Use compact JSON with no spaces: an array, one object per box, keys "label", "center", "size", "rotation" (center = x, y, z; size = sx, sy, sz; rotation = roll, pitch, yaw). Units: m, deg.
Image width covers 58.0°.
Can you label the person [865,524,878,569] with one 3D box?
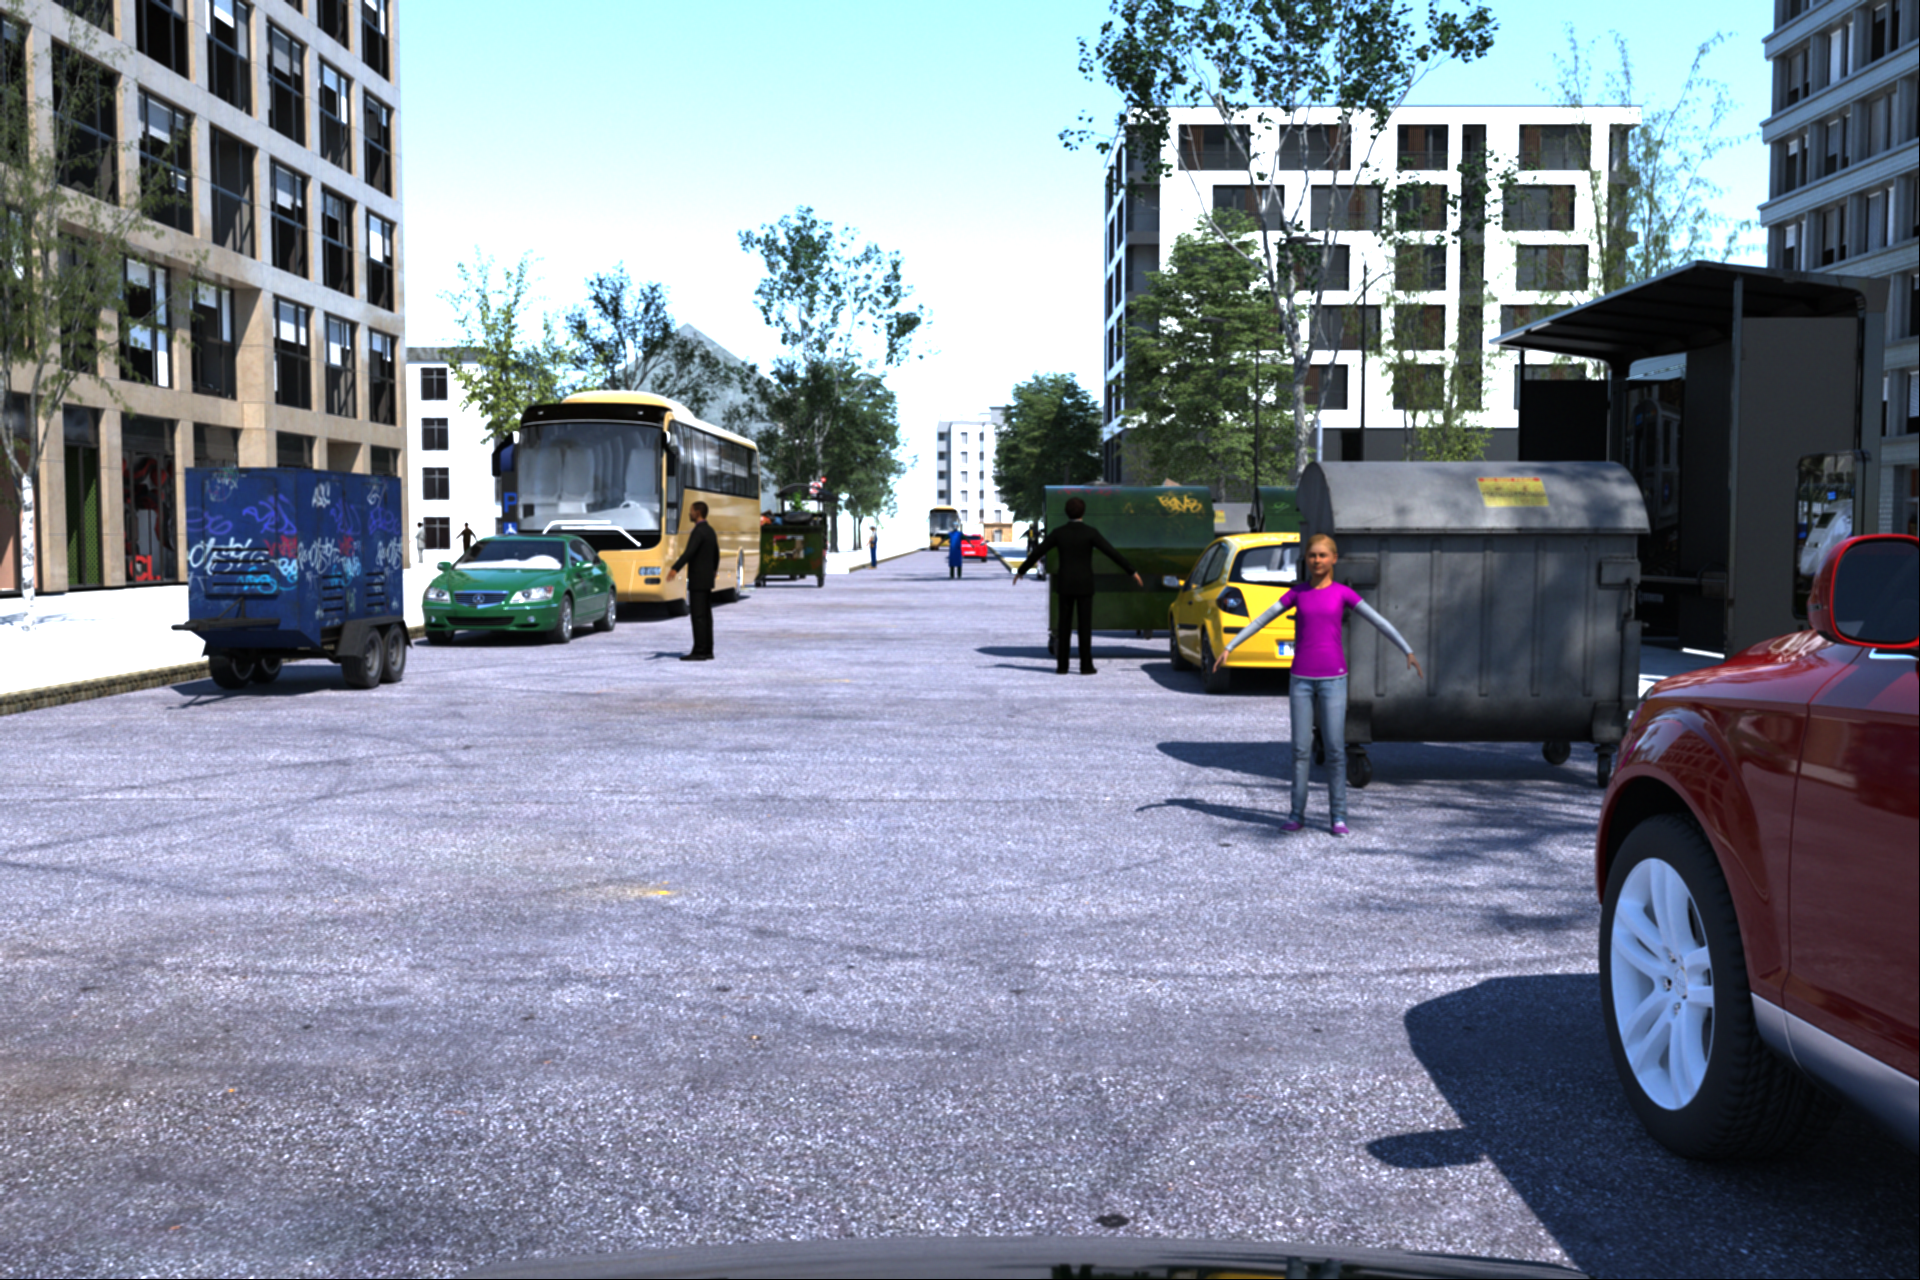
[{"label":"person","center":[-3.607,-3.864,71.492],"size":[0.705,1.847,1.347],"rotation":[1,4,14]}]

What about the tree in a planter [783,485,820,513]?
[{"label":"tree in a planter","center":[-5.931,-4.043,63.323],"size":[1.991,3.239,1.994],"rotation":[0,4,1]}]

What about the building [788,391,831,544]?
[{"label":"building","center":[-25.761,-22.157,228.723],"size":[16.747,18.905,31.486],"rotation":[0,4,0]}]

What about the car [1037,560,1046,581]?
[{"label":"car","center":[3.421,-2.565,54.302],"size":[2.083,1.381,4.827],"rotation":[0,4,-1]}]

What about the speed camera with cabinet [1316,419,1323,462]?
[{"label":"speed camera with cabinet","center":[6.347,-2.128,29.125],"size":[0.660,3.252,2.038],"rotation":[0,4,1]}]

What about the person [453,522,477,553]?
[{"label":"person","center":[-21.800,-4.302,76.477],"size":[0.704,1.812,1.346],"rotation":[2,4,33]}]

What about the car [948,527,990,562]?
[{"label":"car","center":[0.462,-4.884,88.890],"size":[2.155,1.783,4.494],"rotation":[0,4,-1]}]

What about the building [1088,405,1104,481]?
[{"label":"building","center":[26.425,-23.832,220.588],"size":[19.493,23.208,18.063],"rotation":[0,4,1]}]

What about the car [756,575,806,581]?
[{"label":"car","center":[-5.825,-2.698,54.342],"size":[2.015,1.641,3.980],"rotation":[0,4,1]}]

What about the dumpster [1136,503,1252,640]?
[{"label":"dumpster","center":[3.240,-0.964,23.975],"size":[1.865,1.857,1.264],"rotation":[0,4,-1]}]

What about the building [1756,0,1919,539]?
[{"label":"building","center":[25.523,-11.731,38.486],"size":[8.464,21.280,15.925],"rotation":[0,4,1]}]

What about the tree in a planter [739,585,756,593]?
[{"label":"tree in a planter","center":[-6.116,-2.797,42.952],"size":[1.991,3.239,1.994],"rotation":[0,4,0]}]

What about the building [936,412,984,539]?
[{"label":"building","center":[-3.305,-24.514,259.687],"size":[11.380,20.090,16.016],"rotation":[0,4,6]}]

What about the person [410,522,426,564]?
[{"label":"person","center":[-23.559,-4.238,75.471],"size":[0.705,1.806,1.347],"rotation":[0,4,7]}]

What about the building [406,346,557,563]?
[{"label":"building","center":[-25.849,-9.145,91.665],"size":[9.099,9.664,28.070],"rotation":[0,4,0]}]

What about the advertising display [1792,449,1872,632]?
[{"label":"advertising display","center":[6.837,-0.514,13.622],"size":[0.123,1.923,0.974],"rotation":[0,4,1]}]

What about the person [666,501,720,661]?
[{"label":"person","center":[-2.981,-0.675,19.720],"size":[0.704,1.802,1.346],"rotation":[1,4,13]}]

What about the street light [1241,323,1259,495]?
[{"label":"street light","center":[6.916,-3.957,37.230],"size":[1.470,5.913,1.316],"rotation":[0,4,1]}]

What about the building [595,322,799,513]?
[{"label":"building","center":[-28.033,-21.888,188.791],"size":[19.493,23.208,18.063],"rotation":[0,4,1]}]

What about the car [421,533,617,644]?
[{"label":"car","center":[-6.031,-0.754,24.128],"size":[2.131,1.459,4.920],"rotation":[0,4,0]}]

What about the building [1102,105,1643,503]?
[{"label":"building","center":[21.963,-15.608,99.165],"size":[27.936,21.610,32.646],"rotation":[0,3,0]}]

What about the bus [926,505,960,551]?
[{"label":"bus","center":[-1.391,-9.850,152.599],"size":[2.896,3.916,12.252],"rotation":[0,4,0]}]

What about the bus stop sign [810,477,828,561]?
[{"label":"bus stop sign","center":[-6.604,-5.654,81.139],"size":[0.855,3.939,0.416],"rotation":[0,3,0]}]

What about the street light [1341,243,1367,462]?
[{"label":"street light","center":[6.843,-3.336,27.091],"size":[1.470,5.913,1.316],"rotation":[0,4,0]}]

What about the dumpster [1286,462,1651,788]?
[{"label":"dumpster","center":[2.948,-0.124,10.247],"size":[1.865,1.857,1.264],"rotation":[0,3,0]}]

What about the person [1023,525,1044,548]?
[{"label":"person","center":[4.262,-5.662,98.703],"size":[1.348,1.813,0.705],"rotation":[-1,4,-9]}]

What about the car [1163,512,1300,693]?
[{"label":"car","center":[3.056,-0.414,16.997],"size":[2.015,1.641,3.980],"rotation":[0,4,1]}]

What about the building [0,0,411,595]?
[{"label":"building","center":[-28.202,-14.521,40.628],"size":[19.350,26.588,34.151],"rotation":[0,4,0]}]

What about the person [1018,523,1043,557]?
[{"label":"person","center":[3.562,-4.955,86.789],"size":[1.354,1.856,0.705],"rotation":[0,4,3]}]

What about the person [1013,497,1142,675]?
[{"label":"person","center":[1.186,-0.556,17.736],"size":[1.347,1.806,0.705],"rotation":[1,4,14]}]

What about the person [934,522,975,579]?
[{"label":"person","center":[-0.151,-2.850,55.185],"size":[1.347,1.817,0.704],"rotation":[1,4,15]}]

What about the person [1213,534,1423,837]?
[{"label":"person","center":[1.696,0.213,8.243],"size":[0.991,1.433,0.599],"rotation":[1,4,22]}]

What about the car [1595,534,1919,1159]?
[{"label":"car","center":[2.642,0.384,2.388],"size":[2.281,1.827,5.304],"rotation":[0,4,-1]}]
